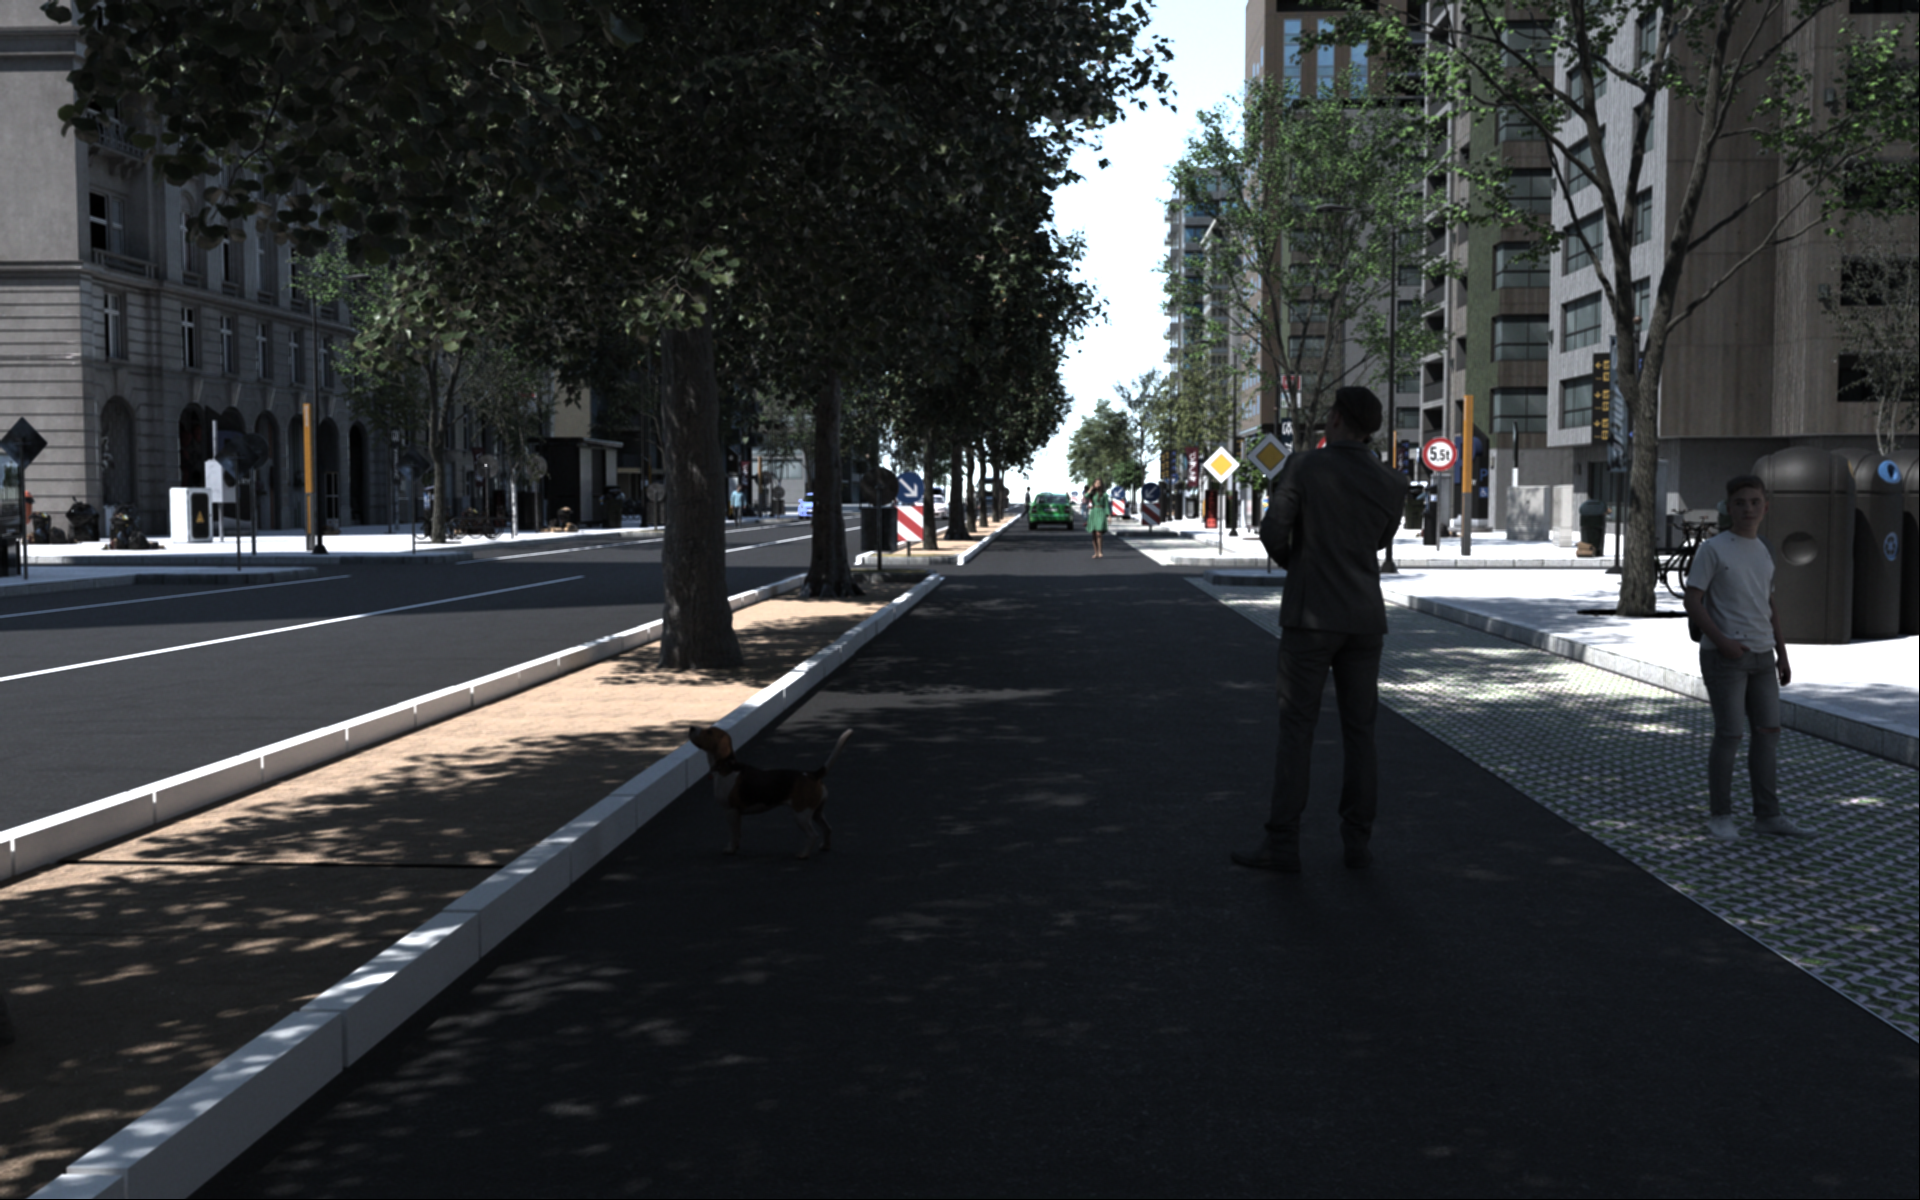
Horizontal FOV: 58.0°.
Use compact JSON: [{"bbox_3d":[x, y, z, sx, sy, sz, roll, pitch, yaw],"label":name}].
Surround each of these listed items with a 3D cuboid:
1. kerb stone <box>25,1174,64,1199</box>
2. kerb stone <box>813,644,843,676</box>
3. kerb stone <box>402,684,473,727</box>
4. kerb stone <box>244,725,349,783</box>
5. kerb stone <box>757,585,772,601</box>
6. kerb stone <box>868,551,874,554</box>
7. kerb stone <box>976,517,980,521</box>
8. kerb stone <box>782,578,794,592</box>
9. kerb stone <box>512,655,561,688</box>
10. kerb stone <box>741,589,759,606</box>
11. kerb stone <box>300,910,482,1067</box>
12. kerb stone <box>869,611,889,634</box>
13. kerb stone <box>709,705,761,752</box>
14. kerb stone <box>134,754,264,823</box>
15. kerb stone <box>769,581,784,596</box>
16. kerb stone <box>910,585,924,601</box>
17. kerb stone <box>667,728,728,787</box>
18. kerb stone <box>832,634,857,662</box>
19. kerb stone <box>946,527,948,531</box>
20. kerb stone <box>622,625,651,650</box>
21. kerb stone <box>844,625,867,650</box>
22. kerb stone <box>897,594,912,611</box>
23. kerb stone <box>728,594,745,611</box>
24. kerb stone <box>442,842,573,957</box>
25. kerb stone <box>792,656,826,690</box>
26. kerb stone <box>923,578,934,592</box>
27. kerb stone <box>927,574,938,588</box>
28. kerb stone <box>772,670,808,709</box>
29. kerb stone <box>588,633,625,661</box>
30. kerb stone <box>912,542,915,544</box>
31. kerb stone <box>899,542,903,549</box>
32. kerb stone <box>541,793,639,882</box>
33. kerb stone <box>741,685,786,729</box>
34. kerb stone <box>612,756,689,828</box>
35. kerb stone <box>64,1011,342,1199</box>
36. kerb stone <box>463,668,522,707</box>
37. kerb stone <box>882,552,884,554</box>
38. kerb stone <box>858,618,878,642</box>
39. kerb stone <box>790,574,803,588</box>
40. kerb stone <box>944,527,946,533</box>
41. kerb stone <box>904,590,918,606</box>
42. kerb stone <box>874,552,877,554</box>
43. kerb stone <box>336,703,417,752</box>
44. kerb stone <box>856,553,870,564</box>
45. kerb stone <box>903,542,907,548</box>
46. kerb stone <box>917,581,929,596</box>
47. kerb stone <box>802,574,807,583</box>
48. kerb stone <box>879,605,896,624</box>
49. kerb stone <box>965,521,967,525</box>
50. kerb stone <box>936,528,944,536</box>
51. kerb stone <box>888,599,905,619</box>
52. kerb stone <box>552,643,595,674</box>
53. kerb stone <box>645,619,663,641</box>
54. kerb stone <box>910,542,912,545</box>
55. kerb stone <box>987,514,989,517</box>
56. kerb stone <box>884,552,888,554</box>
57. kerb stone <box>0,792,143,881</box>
[{"bbox_3d":[-1.662,1.190,2.774,0.120,0.150,1.000,0,4,3],"label":"kerb stone"},{"bbox_3d":[-1.090,0.498,14.049,0.120,0.150,1.000,0,4,3],"label":"kerb stone"},{"bbox_3d":[-3.350,0.681,11.061,0.120,0.150,1.000,0,4,3],"label":"kerb stone"},{"bbox_3d":[-3.454,0.807,9.006,0.120,0.150,1.000,0,4,3],"label":"kerb stone"},{"bbox_3d":[-2.708,-0.070,23.356,0.120,0.150,1.000,0,4,3],"label":"kerb stone"},{"bbox_3d":[-2.002,-0.918,37.205,0.120,0.150,1.000,0,4,3],"label":"kerb stone"},{"bbox_3d":[1.113,-4.607,97.595,0.120,0.150,1.000,0,4,3],"label":"kerb stone"},{"bbox_3d":[-2.605,-0.192,25.406,0.120,0.150,1.000,0,4,3],"label":"kerb stone"},{"bbox_3d":[-3.240,0.556,13.104,0.120,0.150,1.000,0,4,3],"label":"kerb stone"},{"bbox_3d":[-2.771,-0.006,22.336,0.120,0.150,1.000,0,4,3],"label":"kerb stone"},{"bbox_3d":[-1.564,1.065,4.825,0.120,0.150,1.000,0,4,3],"label":"kerb stone"},{"bbox_3d":[-0.877,0.248,18.133,0.120,0.150,1.000,0,4,3],"label":"kerb stone"},{"bbox_3d":[-1.299,0.750,9.934,0.120,0.150,1.000,0,4,3],"label":"kerb stone"},{"bbox_3d":[-3.504,0.870,7.977,0.120,0.150,1.000,0,4,3],"label":"kerb stone"},{"bbox_3d":[-2.654,-0.134,24.383,0.120,0.150,1.000,0,4,3],"label":"kerb stone"},{"bbox_3d":[-0.613,-0.065,23.252,0.120,0.150,1.000,0,4,3],"label":"kerb stone"},{"bbox_3d":[-1.358,0.815,8.913,0.120,0.150,1.000,0,4,3],"label":"kerb stone"},{"bbox_3d":[-1.034,0.438,15.070,0.120,0.150,1.000,0,4,3],"label":"kerb stone"},{"bbox_3d":[-0.631,-2.542,63.800,0.120,0.150,1.000,0,4,3],"label":"kerb stone"},{"bbox_3d":[-3.089,0.375,16.181,0.120,0.150,1.000,0,4,3],"label":"kerb stone"},{"bbox_3d":[-0.997,0.373,16.092,0.120,0.150,1.000,0,4,3],"label":"kerb stone"},{"bbox_3d":[-0.722,0.061,21.202,0.120,0.150,1.000,0,4,3],"label":"kerb stone"},{"bbox_3d":[-2.831,0.057,21.309,0.120,0.150,1.000,0,4,3],"label":"kerb stone"},{"bbox_3d":[-1.513,1.000,5.846,0.120,0.150,1.000,0,4,3],"label":"kerb stone"},{"bbox_3d":[-1.148,0.561,13.020,0.120,0.150,1.000,0,4,3],"label":"kerb stone"},{"bbox_3d":[-0.513,-0.182,25.301,0.120,0.150,1.000,0,4,3],"label":"kerb stone"},{"bbox_3d":[-0.462,-0.252,26.321,0.120,0.150,1.000,0,4,3],"label":"kerb stone"},{"bbox_3d":[-1.196,0.628,11.989,0.120,0.150,1.000,0,4,3],"label":"kerb stone"},{"bbox_3d":[-3.141,0.431,15.155,0.120,0.150,1.000,0,4,3],"label":"kerb stone"},{"bbox_3d":[-1.423,-1.593,48.438,0.120,0.150,1.000,0,4,3],"label":"kerb stone"},{"bbox_3d":[-1.633,-1.355,44.353,0.120,0.150,1.000,0,4,3],"label":"kerb stone"},{"bbox_3d":[-1.462,0.938,6.867,0.120,0.150,1.000,0,4,3],"label":"kerb stone"},{"bbox_3d":[-1.251,0.687,10.961,0.120,0.150,1.000,0,4,3],"label":"kerb stone"},{"bbox_3d":[-1.413,0.875,7.892,0.120,0.150,1.000,0,4,3],"label":"kerb stone"},{"bbox_3d":[-1.620,1.127,3.804,0.120,0.150,1.000,0,4,3],"label":"kerb stone"},{"bbox_3d":[-3.287,0.620,12.081,0.120,0.150,1.000,0,4,3],"label":"kerb stone"},{"bbox_3d":[-1.891,-1.040,39.246,0.120,0.150,1.000,0,4,3],"label":"kerb stone"},{"bbox_3d":[-0.940,0.311,17.113,0.120,0.150,1.000,0,4,3],"label":"kerb stone"},{"bbox_3d":[-2.560,-0.259,26.429,0.120,0.150,1.000,0,4,3],"label":"kerb stone"},{"bbox_3d":[-0.687,-2.477,62.780,0.120,0.150,1.000,0,4,3],"label":"kerb stone"},{"bbox_3d":[-0.667,0.001,22.223,0.120,0.150,1.000,0,4,3],"label":"kerb stone"},{"bbox_3d":[-1.951,-0.980,38.225,0.120,0.150,1.000,0,4,3],"label":"kerb stone"},{"bbox_3d":[-3.404,0.747,10.039,0.120,0.150,1.000,0,4,3],"label":"kerb stone"},{"bbox_3d":[-2.055,-0.855,36.182,0.120,0.150,1.000,0,4,3],"label":"kerb stone"},{"bbox_3d":[-1.521,-1.480,46.396,0.120,0.150,1.000,0,4,3],"label":"kerb stone"},{"bbox_3d":[-0.570,-0.127,24.274,0.120,0.150,1.000,0,4,3],"label":"kerb stone"},{"bbox_3d":[-2.498,-0.319,27.449,0.120,0.150,1.000,0,4,3],"label":"kerb stone"},{"bbox_3d":[-0.835,0.187,19.155,0.120,0.150,1.000,0,4,3],"label":"kerb stone"},{"bbox_3d":[0.427,-3.798,84.289,0.120,0.150,1.000,0,4,3],"label":"kerb stone"},{"bbox_3d":[-0.737,-2.420,61.758,0.120,0.150,1.000,0,4,3],"label":"kerb stone"},{"bbox_3d":[-0.773,0.123,20.181,0.120,0.150,1.000,0,4,3],"label":"kerb stone"},{"bbox_3d":[-3.189,0.493,14.134,0.120,0.150,1.000,0,4,3],"label":"kerb stone"},{"bbox_3d":[-3.029,0.305,17.202,0.120,0.150,1.000,0,4,3],"label":"kerb stone"},{"bbox_3d":[-1.470,-1.541,47.417,0.120,0.150,1.000,0,4,3],"label":"kerb stone"},{"bbox_3d":[1.740,-5.358,109.878,0.120,0.150,1.000,0,4,3],"label":"kerb stone"},{"bbox_3d":[-1.839,-1.103,40.267,0.120,0.150,1.000,0,4,3],"label":"kerb stone"},{"bbox_3d":[-3.557,0.932,6.956,0.120,0.150,1.000,0,4,3],"label":"kerb stone"}]
